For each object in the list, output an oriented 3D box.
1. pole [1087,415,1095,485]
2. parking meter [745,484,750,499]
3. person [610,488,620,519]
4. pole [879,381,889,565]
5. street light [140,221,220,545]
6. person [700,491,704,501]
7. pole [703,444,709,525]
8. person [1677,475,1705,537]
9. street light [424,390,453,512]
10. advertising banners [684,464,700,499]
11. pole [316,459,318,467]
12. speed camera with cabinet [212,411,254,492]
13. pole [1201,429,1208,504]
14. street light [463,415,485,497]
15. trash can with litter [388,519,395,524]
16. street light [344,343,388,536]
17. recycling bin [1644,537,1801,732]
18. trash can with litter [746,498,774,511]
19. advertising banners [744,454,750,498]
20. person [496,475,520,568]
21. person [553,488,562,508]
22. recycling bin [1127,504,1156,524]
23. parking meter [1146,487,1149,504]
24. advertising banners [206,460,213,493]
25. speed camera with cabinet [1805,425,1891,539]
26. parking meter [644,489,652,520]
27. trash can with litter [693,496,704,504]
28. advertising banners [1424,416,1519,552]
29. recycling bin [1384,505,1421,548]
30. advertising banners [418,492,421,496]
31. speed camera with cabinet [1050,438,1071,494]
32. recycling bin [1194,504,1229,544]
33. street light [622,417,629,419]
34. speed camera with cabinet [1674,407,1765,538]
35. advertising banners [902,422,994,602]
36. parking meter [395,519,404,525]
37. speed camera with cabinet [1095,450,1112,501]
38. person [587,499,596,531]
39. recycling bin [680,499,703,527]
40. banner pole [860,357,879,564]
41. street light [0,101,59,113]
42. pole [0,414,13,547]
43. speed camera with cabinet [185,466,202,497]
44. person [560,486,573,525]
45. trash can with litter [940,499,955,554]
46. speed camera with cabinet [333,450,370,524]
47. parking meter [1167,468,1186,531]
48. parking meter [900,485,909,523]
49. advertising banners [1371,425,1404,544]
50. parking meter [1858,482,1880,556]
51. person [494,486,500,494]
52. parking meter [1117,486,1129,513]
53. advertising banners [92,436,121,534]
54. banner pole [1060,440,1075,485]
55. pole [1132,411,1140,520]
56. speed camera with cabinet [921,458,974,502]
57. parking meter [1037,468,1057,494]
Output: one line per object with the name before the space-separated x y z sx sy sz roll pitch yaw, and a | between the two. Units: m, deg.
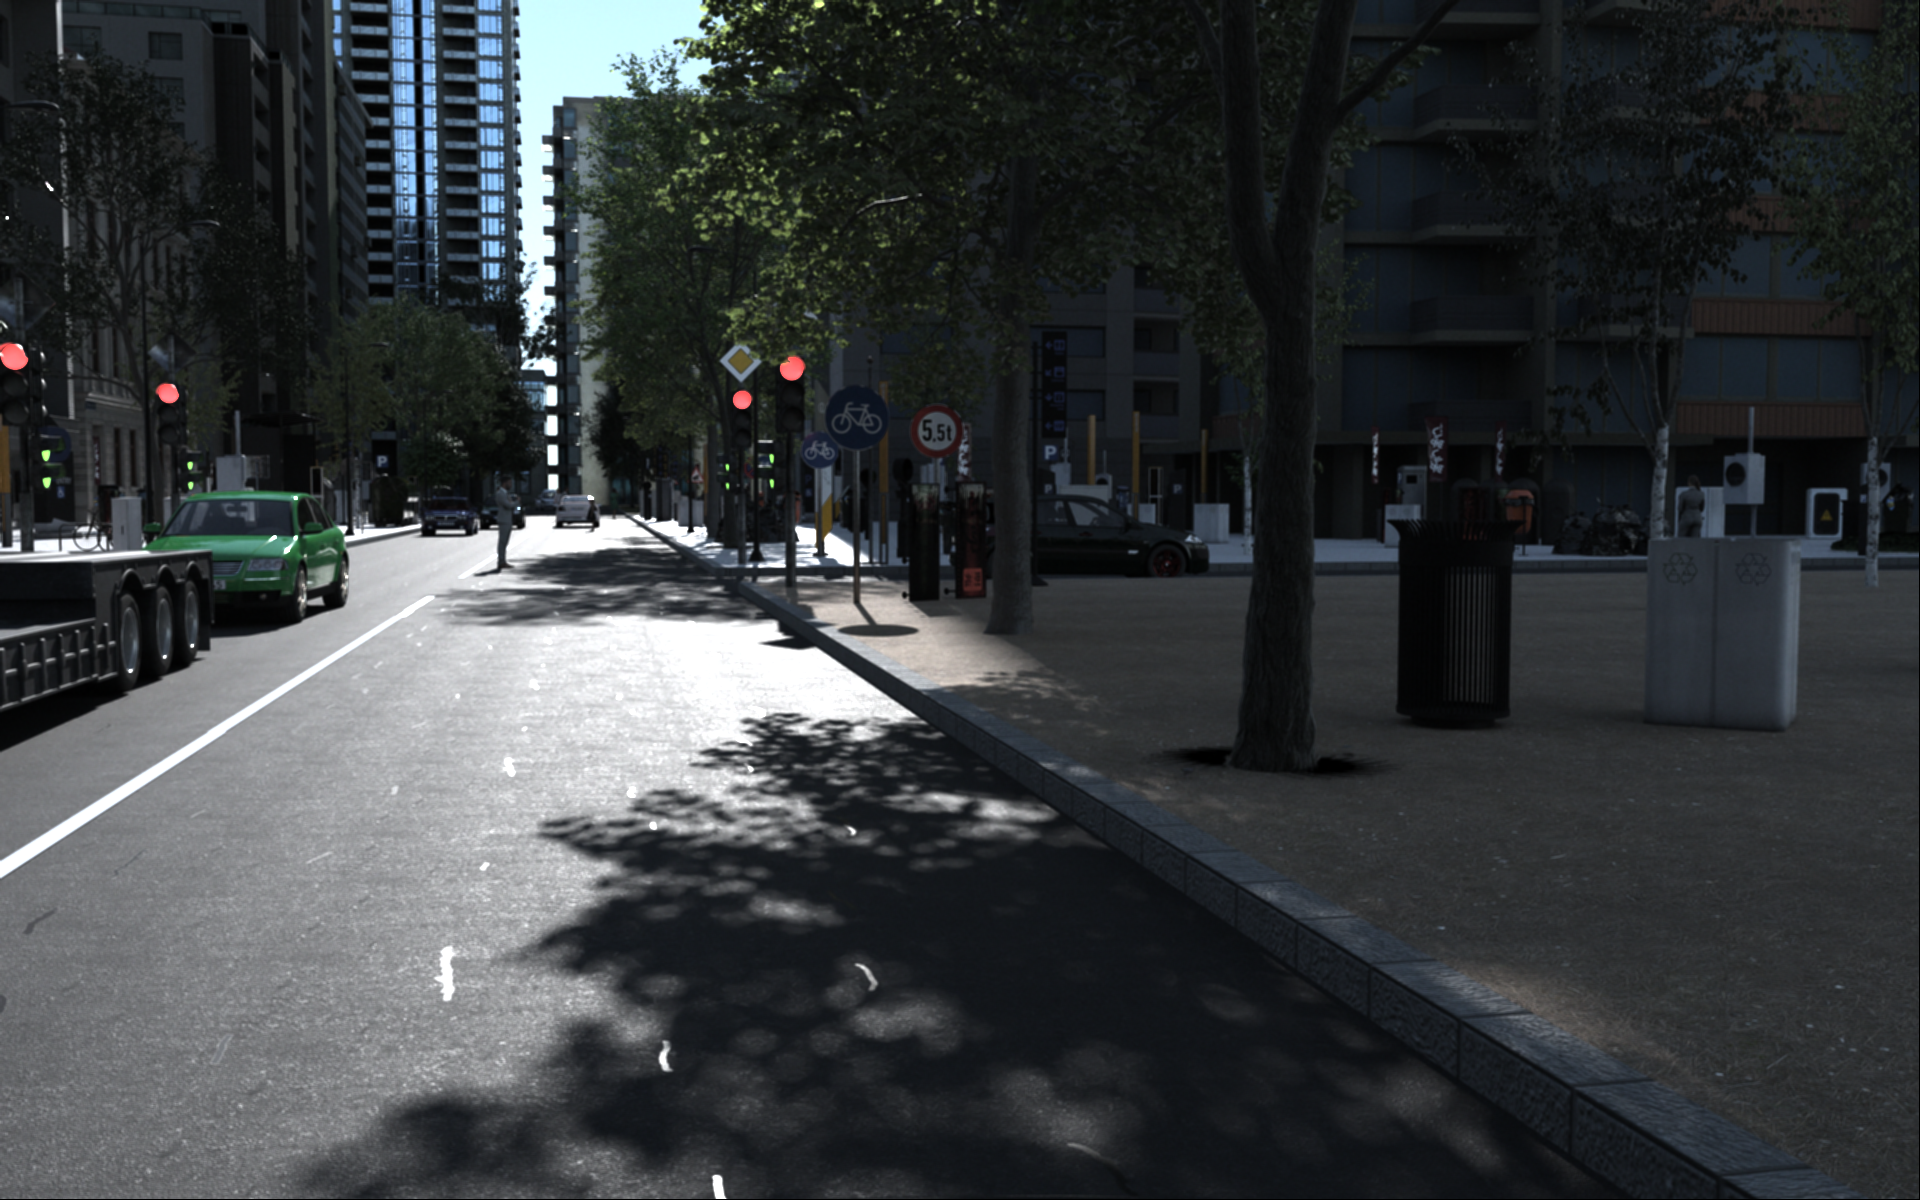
pole | 3.385 -3.110 44.690 0.158 3.312 0.155 0 3 0
parking meter | -12.159 -5.709 99.056 0.255 1.863 0.399 -1 4 -9
person | -20.069 -5.610 100.477 0.600 1.795 0.529 0 4 3
pole | -1.379 -2.292 31.321 0.158 3.312 0.155 0 3 0
street light | -13.284 -3.484 29.507 1.470 5.913 1.316 -1 4 -12
person | -27.796 -10.923 187.228 0.705 1.807 1.348 -3 4 -38
pole | -10.354 -4.700 70.695 0.158 3.312 0.155 0 3 0
person | 13.799 -1.475 32.888 0.520 1.790 0.573 -1 4 -14
street light | -23.379 -6.423 77.562 1.470 5.913 1.316 -1 4 -12
advertising banners | -15.578 -6.393 100.708 0.090 3.025 2.074 -2 4 -34
pole | -37.674 -6.577 101.378 0.158 3.312 0.155 0 3 0
speed camera with cabinet | -17.478 -2.901 41.760 0.660 3.252 2.038 -1 4 -14
pole | 7.684 -3.707 54.461 0.158 3.312 0.155 0 3 0
street light | -28.483 -7.878 101.351 1.470 5.913 1.316 -1 4 -12
trash can with litter | -23.883 -3.784 73.262 1.055 1.170 0.624 2 4 31
street light | -18.285 -4.940 53.317 1.470 5.913 1.316 -1 4 -12
recycling bin | 4.301 0.171 9.765 0.722 1.027 0.722 2 4 30
trash can with litter | -6.080 -2.518 52.558 1.055 1.170 0.624 1 4 13
advertising banners | -9.319 -4.868 75.778 0.090 3.025 2.074 0 4 -1
person | -8.728 -1.516 33.473 0.466 1.800 0.511 -1 4 -15
person | -21.485 -5.146 93.312 0.731 1.740 0.598 -2 4 -35
recycling bin | 4.740 -2.001 45.266 0.722 1.027 0.722 1 4 8
parking meter | 6.479 -3.064 58.515 0.372 1.533 0.369 0 3 0
advertising banners | -39.028 -5.741 90.048 0.090 3.025 2.074 -2 4 -33
speed camera with cabinet | 25.106 -3.342 48.970 2.038 3.252 0.660 1 4 18
parking meter | -15.421 -4.716 85.522 0.372 1.533 0.369 0 3 0
trash can with litter | -13.296 -4.577 86.220 1.055 1.170 0.624 -3 4 -38
advertising banners | 11.375 -2.590 38.530 2.074 3.025 0.090 1 4 13
recycling bin | 10.588 -1.766 41.432 0.722 1.027 0.722 2 4 25
advertising banners | -30.981 -6.417 101.102 2.074 3.025 0.090 1 4 16
speed camera with cabinet | 2.936 -3.534 52.122 0.660 3.252 2.038 0 4 -1
recycling bin | 6.557 -1.994 45.151 0.722 1.027 0.722 2 4 31
street light | -19.747 -8.106 105.079 1.470 5.913 1.316 -1 4 -12
speed camera with cabinet | 17.504 -2.790 39.946 0.660 3.252 2.038 -2 4 -25
advertising banners | 0.111 -1.531 21.218 2.074 3.025 0.090 -3 5 -41
parking meter | -23.107 -3.849 71.341 0.372 1.533 0.369 0 3 0
speed camera with cabinet | 5.811 -5.138 78.345 2.038 3.252 0.660 1 4 18
person | -14.169 -3.266 66.565 0.373 1.253 0.362 -1 4 -14
recycling bin | -10.605 -3.416 68.410 0.722 1.027 0.722 1 4 14
banner pole | -1.650 -2.562 31.900 0.401 3.779 0.863 0 4 -4
street light | -11.355 -2.935 20.531 1.470 5.913 1.316 -1 4 -12
pole | -22.932 -2.920 41.588 0.158 3.312 0.155 0 3 0
speed camera with cabinet | -31.653 -4.823 73.197 2.038 3.252 0.660 -1 4 -21
person | -18.459 -4.415 80.963 0.850 1.792 0.678 0 4 8
trash can with litter | 0.017 -1.567 37.015 1.055 1.170 0.624 -3 5 -39
speed camera with cabinet | -26.400 -4.887 74.232 2.038 3.252 0.660 1 4 10
parking meter | 4.901 -2.055 39.306 0.399 1.863 0.255 0 4 -1
parking meter | -1.218 -1.970 40.625 0.372 1.533 0.369 0 3 0
advertising banners | 11.083 -2.984 44.975 0.090 3.025 2.074 3 4 38
parking meter | 18.892 -1.687 35.992 0.372 1.533 0.369 0 3 0
person | -22.167 -4.549 83.053 0.511 1.800 0.466 0 4 -6
parking meter | 4.857 -2.642 51.603 0.372 1.533 0.369 0 3 0
advertising banners | -26.089 -3.472 52.962 0.090 3.025 2.074 0 4 -6
banner pole | 5.041 -5.525 80.353 0.863 3.779 0.401 0 3 0
pole | 4.329 -2.989 42.713 0.158 3.312 0.155 0 3 0
speed camera with cabinet | -0.161 -3.593 53.076 2.038 3.252 0.660 -1 4 -11
parking meter | 1.957 -2.047 39.179 0.399 1.863 0.255 -1 4 -22
